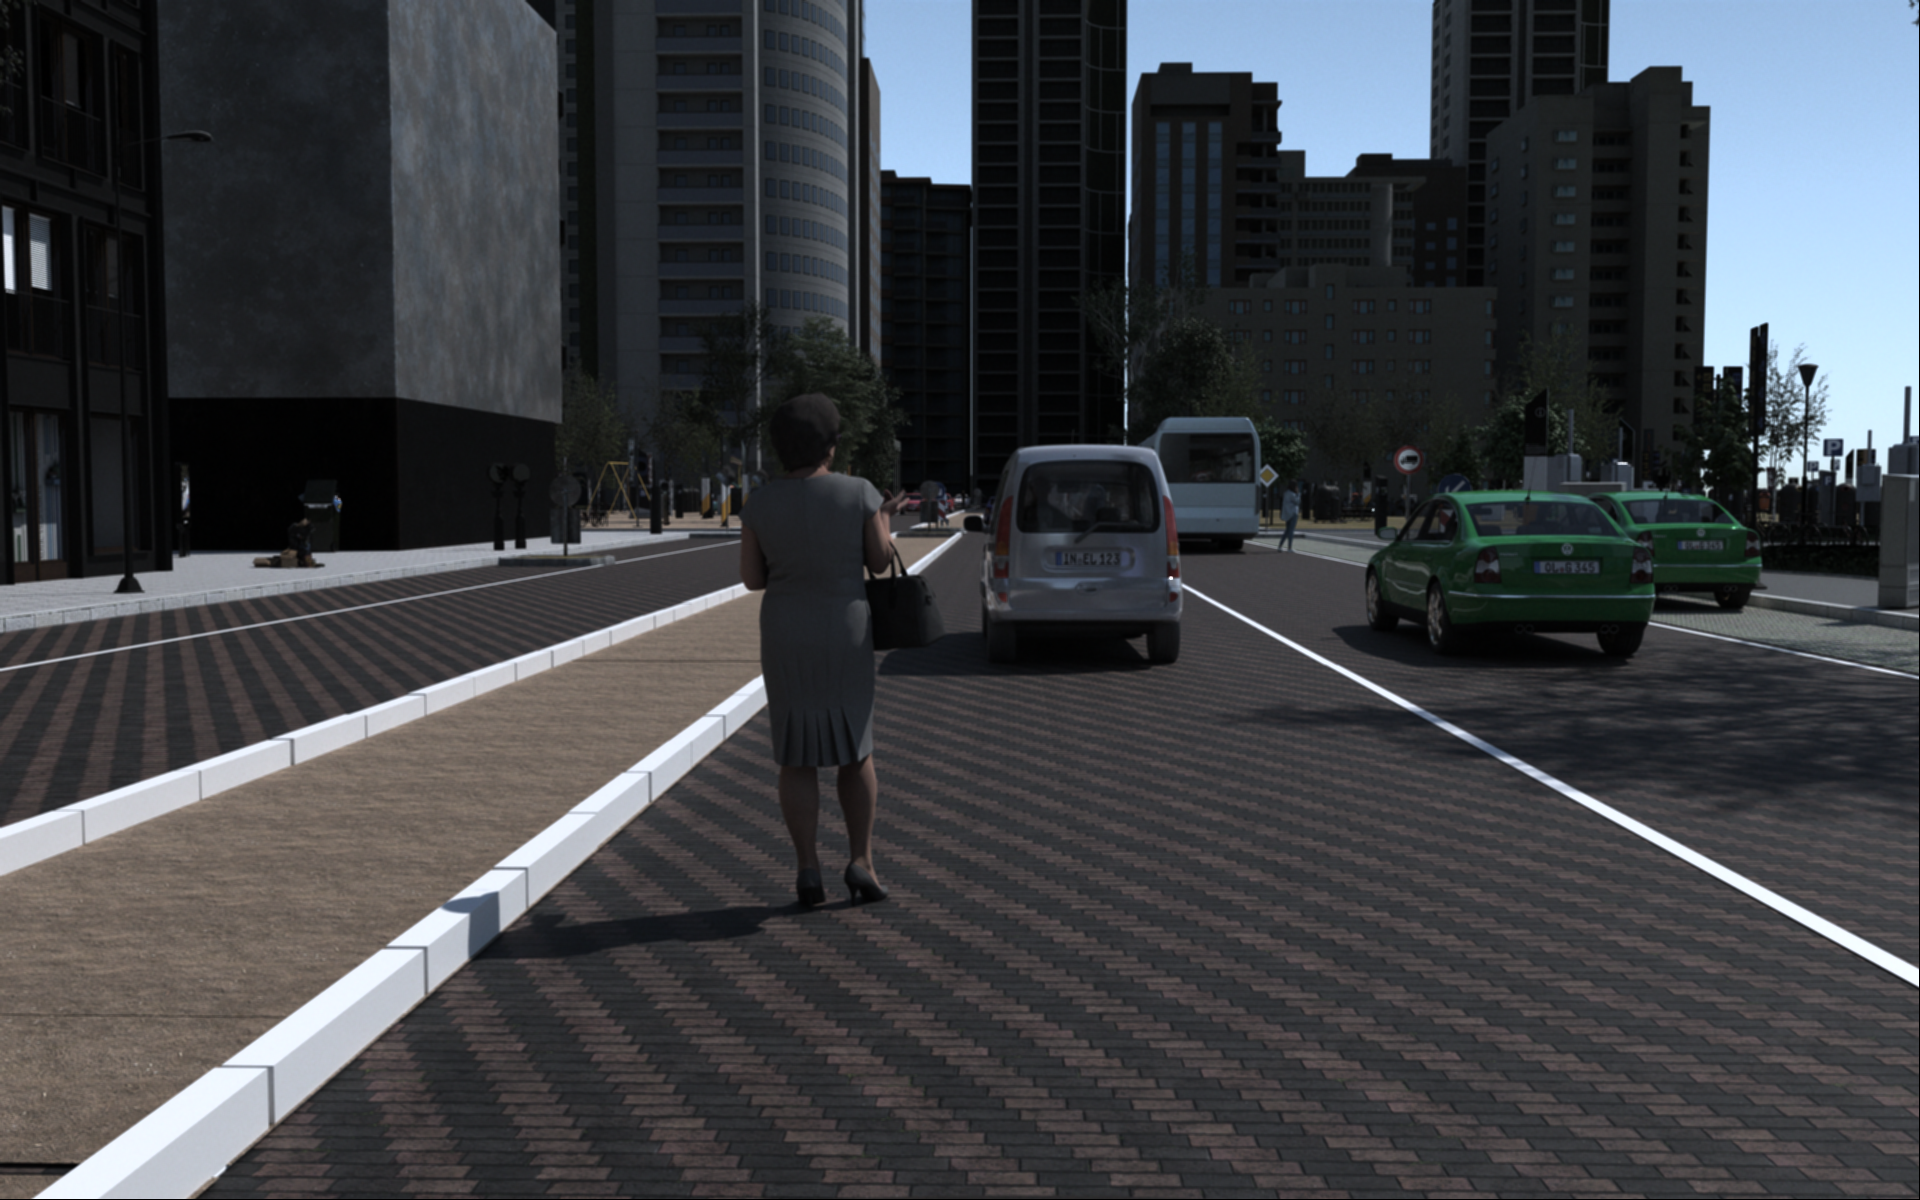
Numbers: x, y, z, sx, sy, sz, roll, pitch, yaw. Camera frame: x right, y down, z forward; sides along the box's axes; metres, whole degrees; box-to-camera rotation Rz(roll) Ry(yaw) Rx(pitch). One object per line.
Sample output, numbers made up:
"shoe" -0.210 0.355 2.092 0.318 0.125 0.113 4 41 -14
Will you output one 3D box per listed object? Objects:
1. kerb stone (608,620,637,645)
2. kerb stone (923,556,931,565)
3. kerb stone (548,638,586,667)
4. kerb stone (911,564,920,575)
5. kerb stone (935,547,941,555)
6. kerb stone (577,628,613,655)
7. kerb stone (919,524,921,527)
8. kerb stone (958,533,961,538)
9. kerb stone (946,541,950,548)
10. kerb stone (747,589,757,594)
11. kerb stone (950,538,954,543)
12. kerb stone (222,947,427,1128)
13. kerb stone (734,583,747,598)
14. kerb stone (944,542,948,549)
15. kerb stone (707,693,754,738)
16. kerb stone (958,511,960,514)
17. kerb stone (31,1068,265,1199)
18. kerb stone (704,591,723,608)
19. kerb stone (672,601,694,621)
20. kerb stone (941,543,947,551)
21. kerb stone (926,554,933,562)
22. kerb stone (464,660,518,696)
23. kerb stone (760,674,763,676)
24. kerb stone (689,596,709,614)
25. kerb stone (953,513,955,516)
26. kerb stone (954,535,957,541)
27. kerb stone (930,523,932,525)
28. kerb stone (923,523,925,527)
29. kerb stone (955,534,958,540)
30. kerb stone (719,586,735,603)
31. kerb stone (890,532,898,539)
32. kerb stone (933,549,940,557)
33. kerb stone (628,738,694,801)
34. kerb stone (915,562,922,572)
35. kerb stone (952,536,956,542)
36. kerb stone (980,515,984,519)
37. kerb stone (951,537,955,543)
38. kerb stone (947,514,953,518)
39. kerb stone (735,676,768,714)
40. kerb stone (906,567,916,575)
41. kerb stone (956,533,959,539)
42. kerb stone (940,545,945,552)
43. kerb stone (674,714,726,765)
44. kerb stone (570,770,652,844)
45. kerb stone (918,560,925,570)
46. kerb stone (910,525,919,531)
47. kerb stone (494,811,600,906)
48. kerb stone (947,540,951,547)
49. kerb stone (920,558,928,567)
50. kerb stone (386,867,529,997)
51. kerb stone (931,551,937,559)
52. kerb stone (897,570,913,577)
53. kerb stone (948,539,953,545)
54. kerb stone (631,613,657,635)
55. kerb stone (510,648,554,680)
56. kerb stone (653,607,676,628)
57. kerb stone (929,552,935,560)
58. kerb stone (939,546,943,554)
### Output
"kerb stone" -3.322 0.332 16.770 0.120 0.150 1.000 0 4 2
"kerb stone" -0.711 -0.729 34.123 0.120 0.150 1.000 0 4 2
"kerb stone" -3.382 0.459 14.706 0.120 0.150 1.000 0 4 2
"kerb stone" -0.832 -0.478 30.017 0.120 0.150 1.000 0 4 2
"kerb stone" -0.563 -1.043 39.244 0.120 0.150 1.000 0 4 2
"kerb stone" -3.355 0.395 15.741 0.120 0.150 1.000 0 4 2
"kerb stone" -1.765 -2.896 69.542 0.120 0.150 1.000 0 4 2
"kerb stone" -0.127 -1.915 53.580 0.120 0.150 1.000 0 4 2
"kerb stone" -0.405 -1.355 44.375 0.120 0.150 1.000 0 4 2
"kerb stone" -3.087 -0.167 24.968 0.120 0.150 1.000 0 4 2
"kerb stone" -0.312 -1.543 47.444 0.120 0.150 1.000 0 4 2
"kerb stone" -1.593 1.094 4.410 0.120 0.150 1.000 0 4 2
"kerb stone" -3.112 -0.107 23.947 0.120 0.150 1.000 0 4 2
"kerb stone" -0.435 -1.294 43.345 0.120 0.150 1.000 0 4 2
"kerb stone" -1.407 0.712 10.554 0.120 0.150 1.000 0 4 2
"kerb stone" -0.273 -5.968 119.774 0.120 0.150 1.000 0 4 2
"kerb stone" -1.624 1.152 3.382 0.120 0.150 1.000 0 4 2
"kerb stone" -3.177 0.018 21.897 0.120 0.150 1.000 0 4 2
"kerb stone" -3.235 0.149 19.844 0.120 0.150 1.000 0 4 2
"kerb stone" -0.467 -1.231 42.324 0.120 0.150 1.000 0 4 2
"kerb stone" -0.683 -0.791 35.147 0.120 0.150 1.000 0 4 2
"kerb stone" -3.452 0.584 12.655 0.120 0.150 1.000 0 4 2
"kerb stone" -1.346 0.591 12.604 0.120 0.150 1.000 0 4 2
"kerb stone" -3.207 0.081 20.867 0.120 0.150 1.000 0 4 2
"kerb stone" -0.581 -5.342 109.534 0.120 0.150 1.000 0 4 2
"kerb stone" -0.225 -1.732 50.516 0.120 0.150 1.000 0 4 2
"kerb stone" -1.486 -3.456 78.772 0.120 0.150 1.000 0 4 2
"kerb stone" -1.671 -3.084 72.616 0.120 0.150 1.000 0 4 2
"kerb stone" -0.199 -1.795 51.538 0.120 0.150 1.000 0 4 2
"kerb stone" -3.147 -0.044 22.919 0.120 0.150 1.000 0 4 2
"kerb stone" -2.146 -2.112 56.734 0.120 0.150 1.000 0 4 2
"kerb stone" -0.586 -0.980 38.222 0.120 0.150 1.000 0 4 2
"kerb stone" -1.471 0.837 8.506 0.120 0.150 1.000 0 4 2
"kerb stone" -0.803 -0.541 31.038 0.120 0.150 1.000 0 4 2
"kerb stone" -0.261 -1.670 49.492 0.120 0.150 1.000 0 4 2
"kerb stone" 1.500 -5.275 108.459 0.120 0.150 1.000 0 4 2
"kerb stone" -0.291 -1.607 48.466 0.120 0.150 1.000 0 4 2
"kerb stone" -0.636 -5.214 107.490 0.120 0.150 1.000 0 4 2
"kerb stone" -1.381 0.649 11.577 0.120 0.150 1.000 0 4 2
"kerb stone" -0.864 -0.415 28.988 0.120 0.150 1.000 0 4 2
"kerb stone" -0.167 -1.856 52.559 0.120 0.150 1.000 0 4 2
"kerb stone" -0.505 -1.168 41.297 0.120 0.150 1.000 0 4 2
"kerb stone" -1.444 0.779 9.532 0.120 0.150 1.000 0 4 2
"kerb stone" -1.508 0.900 7.480 0.120 0.150 1.000 0 4 2
"kerb stone" -0.776 -0.603 32.061 0.120 0.150 1.000 0 4 2
"kerb stone" -1.797 -2.828 68.515 0.120 0.150 1.000 0 4 2
"kerb stone" -1.531 0.963 6.458 0.120 0.150 1.000 0 4 2
"kerb stone" -0.375 -1.414 45.398 0.120 0.150 1.000 0 4 2
"kerb stone" -0.744 -0.666 33.090 0.120 0.150 1.000 0 4 2
"kerb stone" -1.560 1.029 5.431 0.120 0.150 1.000 0 4 2
"kerb stone" -0.625 -0.912 37.195 0.120 0.150 1.000 0 4 2
"kerb stone" -0.892 -0.352 27.967 0.120 0.150 1.000 0 4 2
"kerb stone" -0.344 -1.476 46.423 0.120 0.150 1.000 0 4 2
"kerb stone" -3.304 0.269 17.793 0.120 0.150 1.000 0 4 2
"kerb stone" -3.418 0.521 13.677 0.120 0.150 1.000 0 4 2
"kerb stone" -3.268 0.209 18.823 0.120 0.150 1.000 0 4 2
"kerb stone" -0.654 -0.855 36.169 0.120 0.150 1.000 0 4 2
"kerb stone" -0.525 -1.106 40.274 0.120 0.150 1.000 0 4 2
